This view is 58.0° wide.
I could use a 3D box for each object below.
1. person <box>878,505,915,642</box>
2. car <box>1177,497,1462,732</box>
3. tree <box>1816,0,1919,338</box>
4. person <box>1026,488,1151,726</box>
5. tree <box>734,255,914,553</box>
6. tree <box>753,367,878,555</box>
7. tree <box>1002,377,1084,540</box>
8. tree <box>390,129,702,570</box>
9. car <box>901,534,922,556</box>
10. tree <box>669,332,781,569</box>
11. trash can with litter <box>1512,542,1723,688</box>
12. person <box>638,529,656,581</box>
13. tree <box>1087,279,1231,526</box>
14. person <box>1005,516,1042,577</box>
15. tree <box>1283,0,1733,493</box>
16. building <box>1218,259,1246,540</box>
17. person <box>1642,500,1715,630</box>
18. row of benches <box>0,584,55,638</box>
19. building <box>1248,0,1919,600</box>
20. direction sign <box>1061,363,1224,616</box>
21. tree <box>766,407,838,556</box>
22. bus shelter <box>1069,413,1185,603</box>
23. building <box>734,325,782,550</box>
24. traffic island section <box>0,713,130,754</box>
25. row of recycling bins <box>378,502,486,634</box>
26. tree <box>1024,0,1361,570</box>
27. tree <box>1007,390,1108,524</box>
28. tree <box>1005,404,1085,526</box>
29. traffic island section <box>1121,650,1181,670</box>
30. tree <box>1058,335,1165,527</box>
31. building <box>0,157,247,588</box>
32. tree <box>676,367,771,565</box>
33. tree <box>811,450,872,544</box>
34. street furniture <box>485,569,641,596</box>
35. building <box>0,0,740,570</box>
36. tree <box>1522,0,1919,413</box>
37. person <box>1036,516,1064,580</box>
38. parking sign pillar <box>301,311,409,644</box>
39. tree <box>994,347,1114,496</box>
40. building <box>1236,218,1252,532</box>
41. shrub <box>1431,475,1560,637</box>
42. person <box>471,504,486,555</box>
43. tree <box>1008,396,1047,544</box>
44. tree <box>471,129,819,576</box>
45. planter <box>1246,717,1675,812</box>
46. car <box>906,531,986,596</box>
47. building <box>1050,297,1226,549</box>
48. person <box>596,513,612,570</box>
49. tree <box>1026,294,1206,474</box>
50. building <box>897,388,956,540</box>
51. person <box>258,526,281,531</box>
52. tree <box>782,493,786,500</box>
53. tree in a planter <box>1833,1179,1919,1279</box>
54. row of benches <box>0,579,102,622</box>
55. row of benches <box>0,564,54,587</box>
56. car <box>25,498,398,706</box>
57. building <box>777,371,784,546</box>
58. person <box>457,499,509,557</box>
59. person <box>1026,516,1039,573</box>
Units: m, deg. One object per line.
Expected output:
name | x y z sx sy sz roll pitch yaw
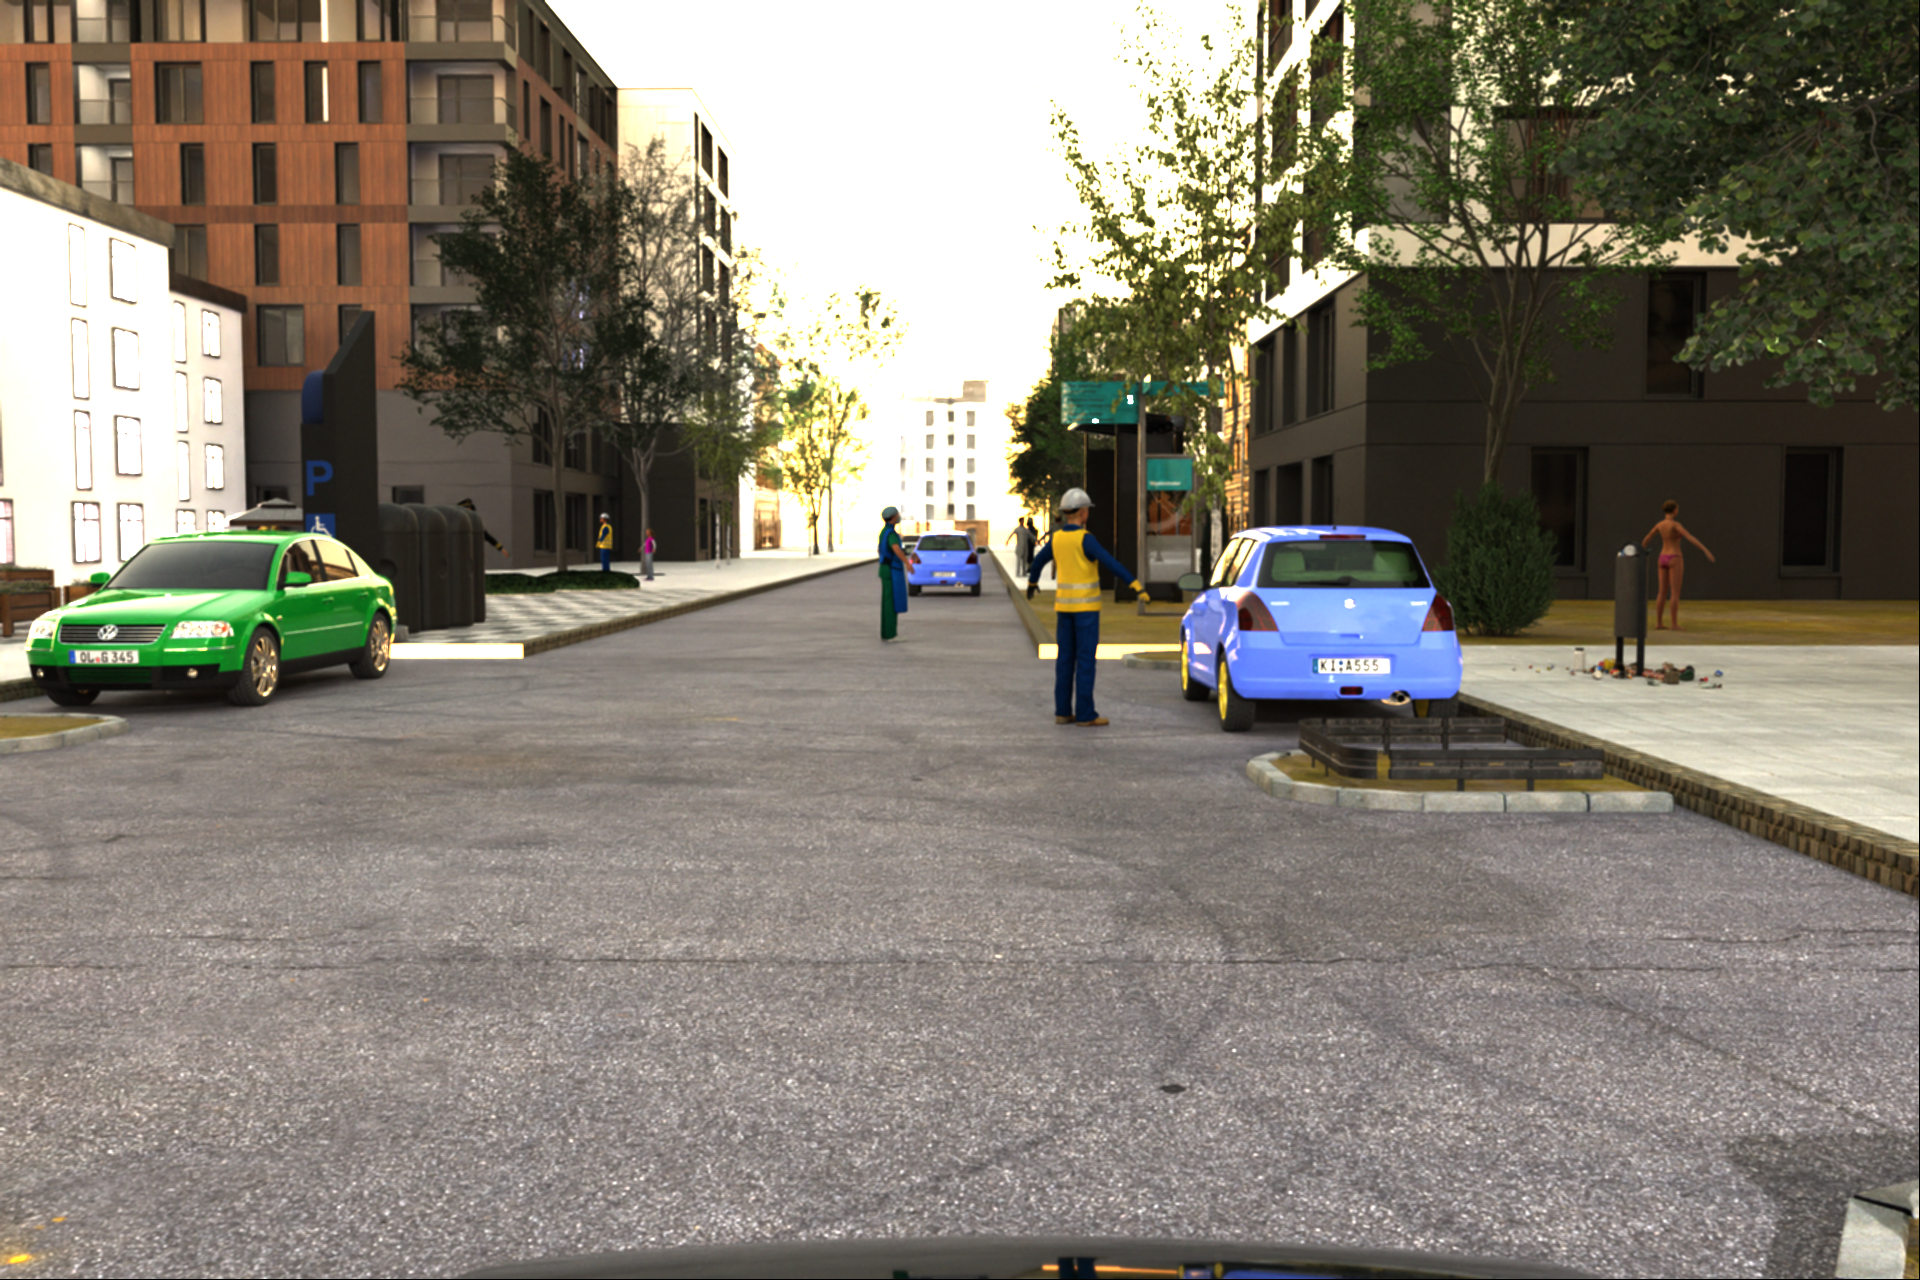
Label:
person | -0.893 -0.889 23.116 0.704 1.817 1.347 -1 4 -18
car | 2.749 -0.260 13.841 1.945 1.707 3.694 0 4 1
tree | 17.738 -6.234 27.677 9.928 11.665 9.643 0 3 0
person | 0.935 -0.253 13.053 0.721 1.772 1.216 -3 5 -44
tree | -10.378 -16.123 119.495 12.611 20.169 13.585 0 3 0
tree | -8.834 -11.064 106.648 9.928 11.665 9.643 0 3 0
tree | 6.641 -12.614 124.369 7.486 12.596 7.792 0 3 0
tree | -9.782 -6.517 40.967 7.601 10.594 8.767 -2 4 -26
car | -2.776 -5.760 103.955 2.009 1.686 4.222 0 4 0
tree | -8.720 -6.945 63.908 4.737 8.622 4.395 0 3 0
trash can with litter | 6.023 -0.268 15.437 1.678 1.210 2.233 0 4 0
person | -8.617 -2.353 47.732 0.599 1.433 0.991 -2 4 -35
tree | 5.621 -6.070 49.604 4.737 8.622 4.395 0 3 0
person | 1.870 -2.796 51.896 1.347 1.806 0.705 -2 4 -34
tree | 8.958 -6.281 28.442 9.928 11.665 9.643 0 3 0
building | 25.359 -16.293 97.312 19.493 23.208 18.063 0 4 1
person | 9.562 -1.002 23.189 0.721 1.733 1.217 -2 4 -26
row of benches | -12.111 -0.302 20.405 1.422 0.672 4.104 0 4 2
building | 21.839 -12.547 49.121 27.936 21.610 32.646 0 4 0
direction sign | 2.837 -2.309 26.522 2.525 3.948 1.411 0 4 1
tree | -8.829 -9.099 99.139 4.737 8.622 4.395 0 3 0
bus shelter | 3.323 -2.686 35.203 1.731 3.624 6.357 0 4 -1
building | -25.378 -19.197 144.804 19.493 23.208 18.063 0 3 0
traffic island section | -6.999 0.662 12.049 1.991 0.108 1.994 0 4 0
row of recycling bins | -7.329 -1.017 23.744 1.069 1.692 3.534 0 4 2
tree | 3.057 -4.380 21.971 4.737 8.622 4.395 0 3 0
tree | 6.388 -10.001 97.930 7.601 10.594 8.767 -3 5 -45
tree | 6.382 -10.903 112.680 7.601 10.594 8.767 0 4 -5
traffic island section | 2.799 0.228 19.131 1.991 0.108 1.994 0 4 1
tree | 5.665 -6.966 64.259 4.360 8.622 3.978 0 3 0
building | -25.856 -6.424 47.179 9.099 9.664 28.070 0 4 0
tree | -9.506 -7.379 71.010 4.360 8.622 3.978 0 3 0
tree | -14.890 -17.682 214.858 9.928 11.665 9.643 0 3 0
street furniture | -12.237 -1.387 38.303 10.072 0.657 5.734 0 4 -7
building | -26.180 -14.292 77.642 27.936 21.610 32.646 0 4 1
tree | 8.624 -6.503 12.987 9.857 13.997 8.962 0 3 0
person | 2.776 -2.607 48.902 1.348 1.796 0.705 1 4 18
parking sign pillar | -7.281 -1.951 20.366 1.447 3.967 1.447 0 4 2
tree | 5.795 -9.312 86.666 7.601 10.594 8.767 2 4 27
building | 23.609 -15.167 78.903 19.493 23.208 18.063 0 4 0
shrub | 6.715 -1.062 21.784 1.690 2.028 1.600 0 3 0
person | -8.698 -1.508 30.807 0.704 1.843 1.345 -2 4 -28
tree | 11.658 -22.199 218.844 12.611 20.169 13.585 0 3 0
tree | -9.779 -8.748 53.396 12.009 13.543 11.850 0 3 0
planter | 2.693 0.686 9.921 1.991 0.319 1.994 0 3 0
car | -0.342 -1.930 41.149 1.945 1.707 3.694 0 4 1
building | 22.491 -19.685 165.820 27.936 21.610 32.646 0 4 0
person | -9.477 -2.456 46.129 0.705 1.833 1.349 0 4 -3
tree | 6.608 -9.056 73.822 9.928 11.665 9.643 0 3 0
building | -7.516 -21.864 216.357 11.380 20.090 16.016 0 4 7
person | -17.421 -2.329 43.843 1.354 1.858 0.705 1 4 10
tree | -23.176 -16.172 214.770 4.360 8.622 3.978 0 3 0
tree in a planter | 2.562 -0.331 2.633 1.991 3.239 1.994 0 4 0
row of benches | -12.290 -0.579 24.923 1.422 0.672 4.104 2 4 35
row of benches | -19.933 -1.141 34.121 1.422 0.672 4.104 2 4 27
car | -6.643 -0.429 15.811 1.959 1.807 4.718 0 4 1
building | -24.926 -19.856 181.070 16.016 20.090 11.380 0 4 1
person | -7.837 -1.320 27.511 1.347 1.837 0.705 -3 5 -41
person | 2.275 -3.113 56.678 0.705 1.856 1.354 1 4 22
